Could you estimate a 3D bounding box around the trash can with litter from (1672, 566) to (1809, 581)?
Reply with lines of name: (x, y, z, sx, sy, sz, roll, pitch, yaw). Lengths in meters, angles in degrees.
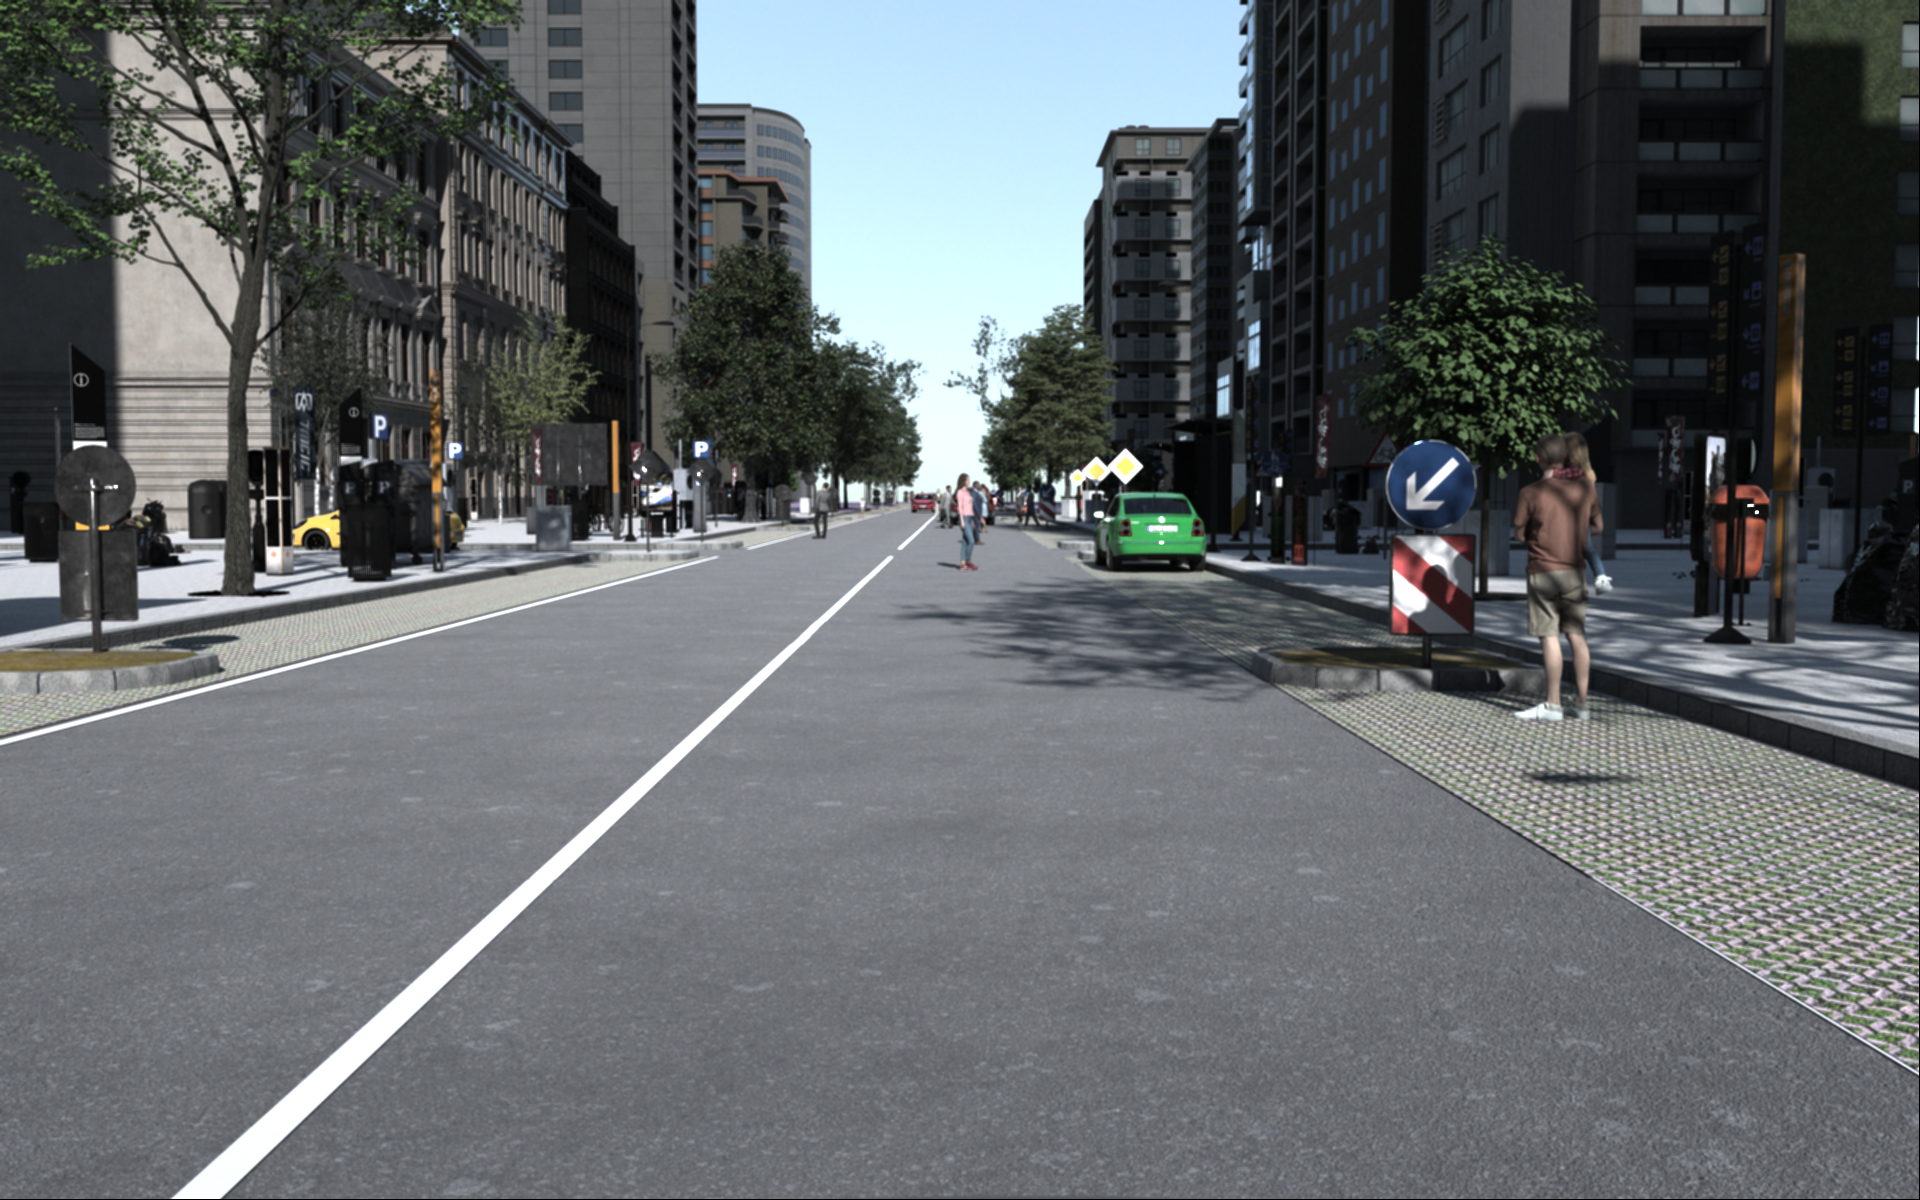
trash can with litter: (11.709, -0.941, 26.438, 1.678, 1.210, 2.233, 0, 4, -4)

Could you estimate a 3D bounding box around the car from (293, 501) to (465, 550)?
car: (-14.047, -1.929, 41.771, 3.980, 1.641, 2.015, 0, 4, 2)

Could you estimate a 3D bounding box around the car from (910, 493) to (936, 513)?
car: (-2.812, -7.744, 135.657, 2.155, 1.783, 4.494, 0, 4, 2)

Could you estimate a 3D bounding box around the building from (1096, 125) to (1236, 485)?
building: (34.466, -40.070, 244.390, 28.713, 52.752, 27.495, 0, 3, 0)

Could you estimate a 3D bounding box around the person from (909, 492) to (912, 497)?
person: (-6.936, -14.555, 247.201, 0.721, 1.743, 1.217, 2, 4, 34)

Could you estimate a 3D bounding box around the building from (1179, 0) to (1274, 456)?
building: (31.210, -50.669, 141.101, 22.319, 86.520, 31.000, 0, 3, 0)

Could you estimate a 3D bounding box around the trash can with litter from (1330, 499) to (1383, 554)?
trash can with litter: (8.530, -1.580, 37.226, 1.055, 1.170, 0.624, 0, 4, -7)

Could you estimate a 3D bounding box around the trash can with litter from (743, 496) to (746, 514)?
trash can with litter: (-12.511, -5.400, 99.684, 0.624, 1.170, 1.055, -2, 4, -31)

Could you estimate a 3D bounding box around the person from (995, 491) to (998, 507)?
person: (3.698, -10.425, 179.626, 1.217, 1.739, 0.721, -2, 4, -24)

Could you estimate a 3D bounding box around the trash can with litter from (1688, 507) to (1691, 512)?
trash can with litter: (20.750, -2.232, 47.879, 1.055, 1.170, 0.624, 0, 4, 4)

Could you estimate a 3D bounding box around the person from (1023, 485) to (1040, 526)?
person: (2.944, -3.864, 71.953, 0.850, 1.792, 0.678, -1, 4, -9)

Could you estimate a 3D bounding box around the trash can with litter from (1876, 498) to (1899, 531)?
trash can with litter: (26.418, -2.292, 48.856, 1.055, 1.170, 0.624, -1, 4, -22)

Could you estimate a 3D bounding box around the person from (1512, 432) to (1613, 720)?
person: (3.840, -0.156, 11.031, 0.573, 1.828, 0.580, 2, 4, 31)

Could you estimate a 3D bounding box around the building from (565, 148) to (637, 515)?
building: (-28.786, -17.340, 113.191, 12.332, 23.373, 15.834, 0, 3, 0)

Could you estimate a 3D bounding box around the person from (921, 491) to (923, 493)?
person: (-5.455, -14.620, 247.552, 0.705, 1.822, 1.348, -1, 4, -9)

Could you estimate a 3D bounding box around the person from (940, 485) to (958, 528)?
person: (-0.518, -3.896, 72.472, 0.850, 1.792, 0.678, 3, 5, 40)

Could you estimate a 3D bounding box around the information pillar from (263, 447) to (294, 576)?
information pillar: (-10.719, -1.391, 27.241, 0.304, 2.012, 0.304, 1, 4, 15)

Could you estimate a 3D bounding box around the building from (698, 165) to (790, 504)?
building: (-34.635, -35.377, 233.039, 22.147, 44.769, 28.867, 0, 3, 0)

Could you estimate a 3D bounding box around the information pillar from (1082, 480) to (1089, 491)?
information pillar: (6.544, -5.252, 90.357, 0.304, 2.012, 0.304, 2, 4, 25)

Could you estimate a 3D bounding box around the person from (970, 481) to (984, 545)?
person: (0.463, -2.494, 49.453, 0.419, 1.800, 0.721, 0, 4, -5)

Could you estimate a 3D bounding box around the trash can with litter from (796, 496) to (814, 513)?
trash can with litter: (-10.378, -6.564, 118.376, 1.678, 1.210, 2.233, 0, 4, -4)

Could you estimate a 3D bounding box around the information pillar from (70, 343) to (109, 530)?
information pillar: (-13.633, -2.188, 27.124, 0.504, 3.616, 0.183, -2, 4, -30)

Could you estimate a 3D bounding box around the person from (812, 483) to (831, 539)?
person: (-4.451, -2.874, 55.671, 0.592, 1.802, 0.473, -1, 4, -21)

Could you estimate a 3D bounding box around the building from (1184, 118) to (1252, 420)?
building: (35.850, -29.304, 170.996, 32.217, 40.220, 23.993, 0, 3, 0)

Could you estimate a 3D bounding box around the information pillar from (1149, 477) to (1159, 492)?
information pillar: (6.602, -3.354, 59.332, 0.304, 2.012, 0.304, -3, 5, -44)

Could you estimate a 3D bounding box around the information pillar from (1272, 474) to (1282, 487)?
information pillar: (15.516, -5.705, 84.625, 0.504, 3.616, 0.183, -1, 4, -10)

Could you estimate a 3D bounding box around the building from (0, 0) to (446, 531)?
building: (-29.032, -14.281, 69.652, 11.583, 22.565, 21.152, 0, 3, 0)

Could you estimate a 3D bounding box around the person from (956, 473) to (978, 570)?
person: (0.113, -1.472, 32.571, 0.388, 1.821, 0.555, 1, 4, 11)

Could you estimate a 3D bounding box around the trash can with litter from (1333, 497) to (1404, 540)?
trash can with litter: (11.766, -2.334, 49.215, 2.233, 1.210, 1.678, 1, 4, 19)

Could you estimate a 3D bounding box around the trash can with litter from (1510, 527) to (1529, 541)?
trash can with litter: (15.691, -2.198, 46.989, 1.678, 1.210, 2.233, -3, 5, -42)

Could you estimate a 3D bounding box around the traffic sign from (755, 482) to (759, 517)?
traffic sign: (-11.069, -5.804, 94.896, 0.884, 2.594, 0.081, 0, 4, 7)

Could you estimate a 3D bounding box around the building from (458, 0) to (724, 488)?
building: (-32.772, -44.078, 158.925, 20.563, 71.187, 20.611, 0, 3, 0)

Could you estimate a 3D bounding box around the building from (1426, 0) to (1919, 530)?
building: (26.856, -23.435, 66.760, 14.086, 41.232, 14.154, 0, 3, 0)

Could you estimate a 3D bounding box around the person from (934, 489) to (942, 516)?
person: (-1.387, -6.298, 112.018, 0.519, 1.759, 0.362, 0, 4, -7)

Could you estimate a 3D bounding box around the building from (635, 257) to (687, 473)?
building: (-37.398, -17.779, 135.729, 27.650, 21.520, 28.899, 0, 3, 0)

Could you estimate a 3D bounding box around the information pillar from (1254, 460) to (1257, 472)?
information pillar: (13.064, -5.275, 77.593, 0.504, 3.616, 0.183, 2, 4, 25)

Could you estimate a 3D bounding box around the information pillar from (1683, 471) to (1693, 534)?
information pillar: (23.324, -3.106, 55.276, 0.304, 2.012, 0.304, -2, 4, -27)

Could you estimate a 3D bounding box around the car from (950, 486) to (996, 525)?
car: (0.551, -4.425, 81.023, 2.281, 1.827, 5.304, 0, 4, -1)

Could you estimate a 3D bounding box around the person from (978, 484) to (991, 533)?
person: (0.902, -3.408, 64.308, 0.616, 1.811, 0.778, -2, 4, -28)

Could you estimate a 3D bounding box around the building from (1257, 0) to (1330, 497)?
building: (29.704, -41.058, 109.550, 20.563, 71.187, 20.611, 0, 3, 0)

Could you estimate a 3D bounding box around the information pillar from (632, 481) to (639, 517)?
information pillar: (-18.144, -5.648, 96.838, 0.304, 2.012, 0.304, 0, 4, -2)

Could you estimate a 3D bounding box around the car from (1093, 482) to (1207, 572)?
car: (3.585, -1.490, 33.156, 1.959, 1.807, 4.718, 0, 4, -1)

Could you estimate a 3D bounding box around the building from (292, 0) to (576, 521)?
building: (-29.348, -18.066, 92.639, 12.463, 27.353, 25.104, 0, 3, 0)

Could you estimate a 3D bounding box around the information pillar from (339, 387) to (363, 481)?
information pillar: (-13.304, -2.848, 37.927, 0.504, 3.616, 0.183, 0, 4, 2)

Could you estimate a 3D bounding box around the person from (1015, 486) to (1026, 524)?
person: (2.922, -4.604, 83.743, 0.622, 1.834, 0.822, 2, 4, 35)

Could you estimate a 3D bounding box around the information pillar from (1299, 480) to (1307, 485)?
information pillar: (17.884, -5.259, 90.475, 0.304, 2.012, 0.304, -1, 4, -22)

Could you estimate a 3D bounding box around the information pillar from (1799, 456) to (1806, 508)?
information pillar: (16.068, -1.769, 33.416, 0.304, 2.012, 0.304, 0, 4, -6)

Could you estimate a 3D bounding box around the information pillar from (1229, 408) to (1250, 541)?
information pillar: (7.582, -3.411, 47.130, 0.504, 3.616, 0.183, -3, 4, -38)

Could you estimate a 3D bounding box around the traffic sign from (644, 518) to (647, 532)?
traffic sign: (-10.683, -3.587, 58.748, 0.768, 2.556, 0.104, 0, 4, 2)

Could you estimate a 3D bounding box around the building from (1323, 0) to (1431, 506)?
building: (26.394, -26.597, 84.980, 14.600, 45.320, 14.200, 0, 3, 0)

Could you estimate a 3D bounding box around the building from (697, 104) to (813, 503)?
building: (-34.054, -44.020, 261.724, 21.231, 58.520, 28.212, 0, 3, 0)

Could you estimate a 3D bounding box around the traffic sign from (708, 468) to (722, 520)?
traffic sign: (-12.007, -5.161, 84.483, 0.768, 2.556, 0.104, 0, 4, 8)

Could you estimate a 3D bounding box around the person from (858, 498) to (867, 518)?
person: (-5.800, -5.497, 103.397, 0.505, 1.210, 0.382, -2, 4, -26)

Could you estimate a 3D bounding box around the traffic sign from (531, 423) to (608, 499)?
traffic sign: (-11.268, -3.428, 49.920, 2.265, 3.308, 0.079, 0, 4, 6)

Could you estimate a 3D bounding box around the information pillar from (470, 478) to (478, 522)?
information pillar: (-22.262, -4.580, 79.372, 0.304, 2.012, 0.304, -1, 4, -9)

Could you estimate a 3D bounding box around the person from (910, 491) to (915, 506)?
person: (-5.609, -12.058, 205.653, 0.705, 1.823, 1.348, 3, 4, 36)

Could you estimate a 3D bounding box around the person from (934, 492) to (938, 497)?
person: (-2.967, -13.558, 230.997, 1.217, 1.723, 0.721, 0, 4, -6)

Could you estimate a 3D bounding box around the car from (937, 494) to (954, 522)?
car: (-0.147, -4.813, 90.489, 2.131, 1.459, 4.920, 0, 4, -1)
